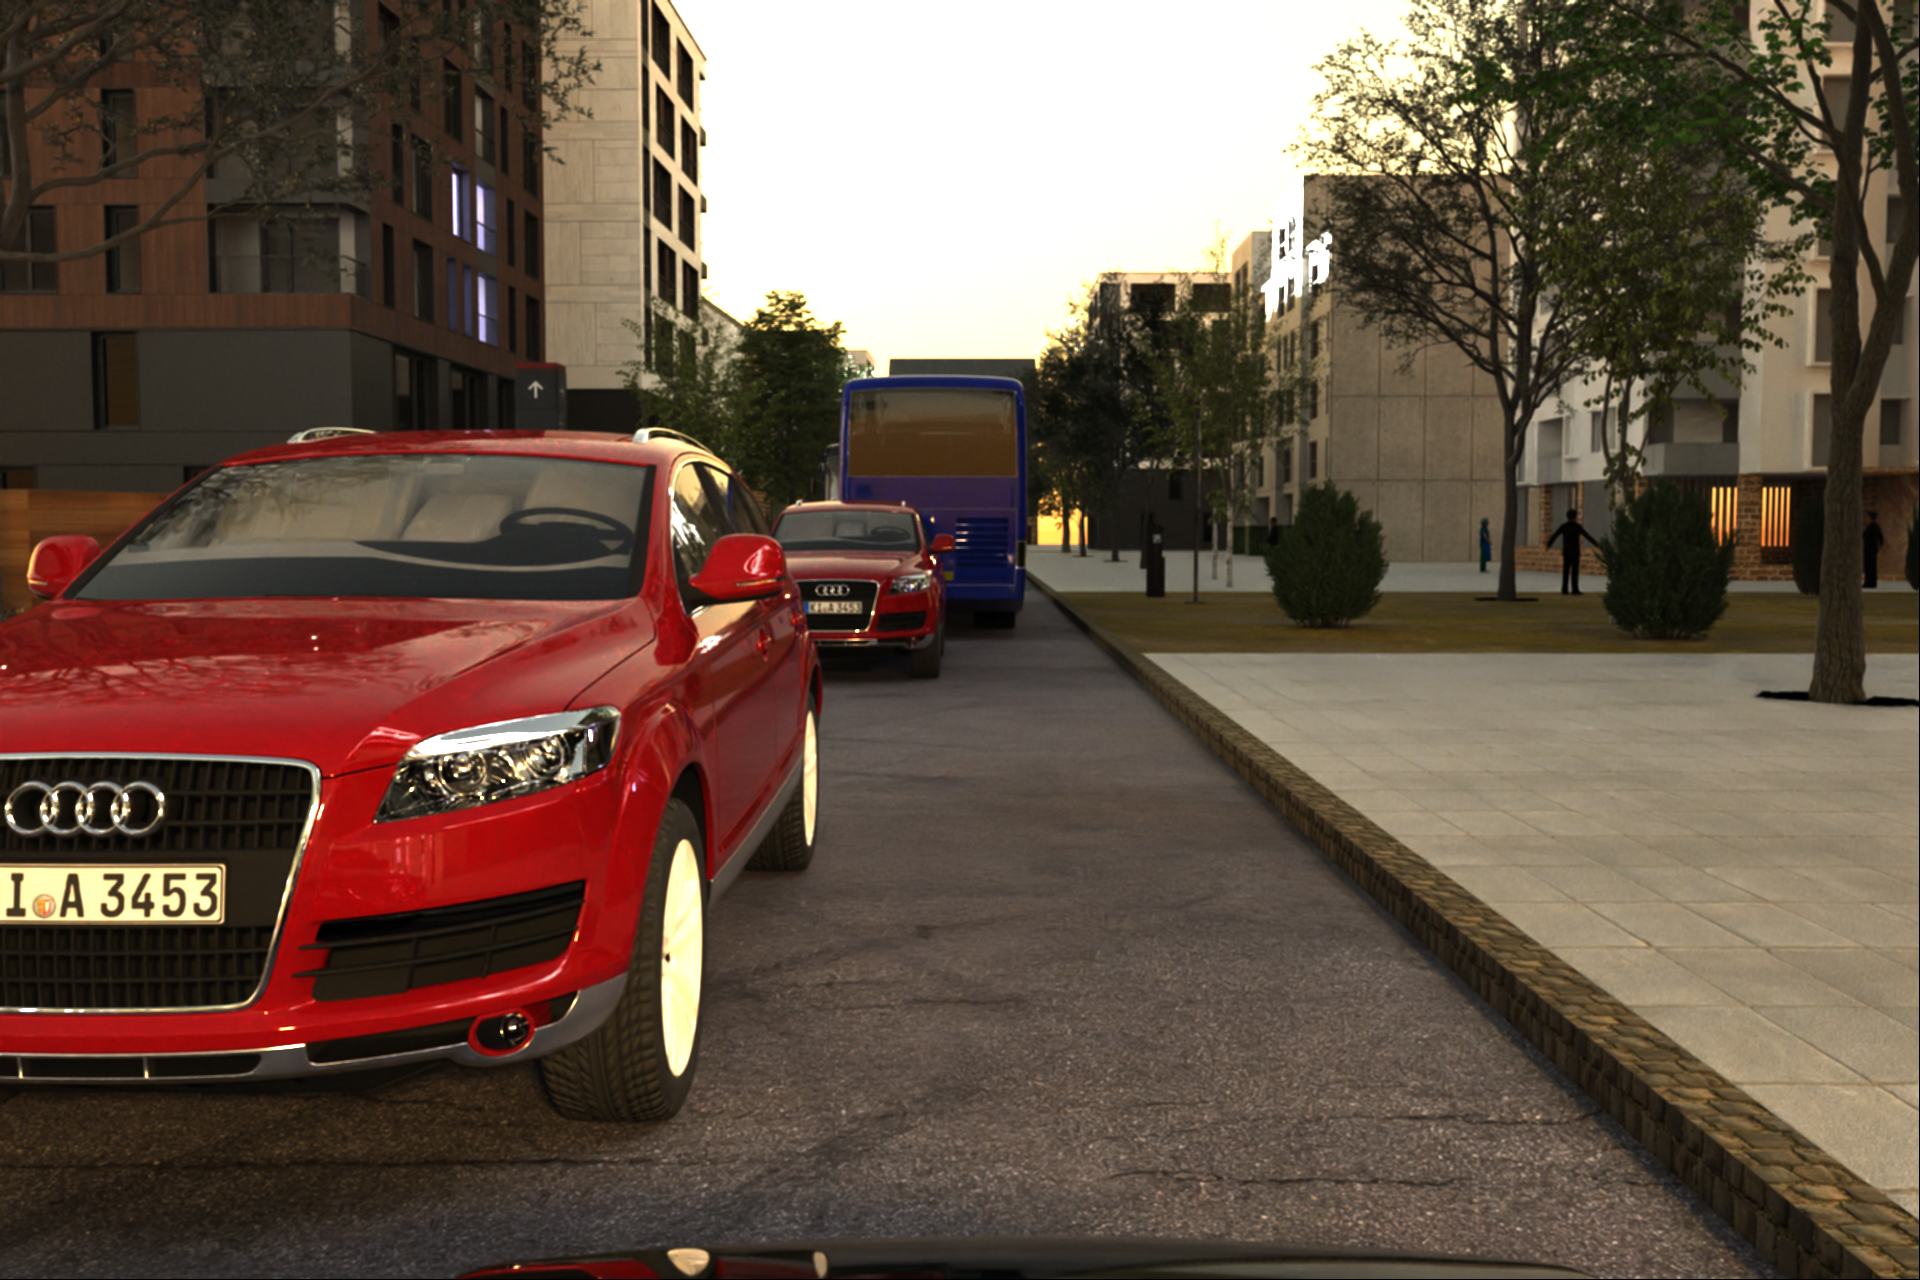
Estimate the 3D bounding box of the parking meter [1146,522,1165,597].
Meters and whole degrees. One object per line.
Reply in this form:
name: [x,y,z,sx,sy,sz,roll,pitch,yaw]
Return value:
parking meter: [3.998,-1.648,35.361,0.372,1.533,0.369,0,3,0]

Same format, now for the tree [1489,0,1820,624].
tree: [9.590,-4.529,24.415,4.737,8.622,4.395,0,3,0]

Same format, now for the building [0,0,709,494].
building: [-25.213,-13.158,59.109,27.936,21.610,32.646,0,4,1]

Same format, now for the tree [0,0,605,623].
tree: [-8.875,-6.414,15.237,12.009,13.543,11.850,0,3,0]

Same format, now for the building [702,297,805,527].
building: [-24.258,-20.119,159.877,19.493,23.208,18.063,0,4,0]

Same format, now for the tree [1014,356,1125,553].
tree: [7.181,-12.952,118.412,9.857,13.997,8.962,0,3,0]

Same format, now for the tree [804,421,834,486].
tree: [-7.697,-9.370,103.568,4.737,8.622,4.395,0,3,0]

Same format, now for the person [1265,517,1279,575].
person: [9.698,-2.906,53.744,0.704,1.802,1.346,1,4,22]

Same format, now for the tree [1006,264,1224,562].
tree: [7.094,-10.364,79.818,12.009,13.543,11.850,0,3,0]

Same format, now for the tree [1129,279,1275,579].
tree: [7.024,-6.031,48.964,4.737,8.622,4.395,0,3,0]

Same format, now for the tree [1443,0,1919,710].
tree: [6.901,-5.330,12.900,9.928,11.665,9.643,0,3,0]

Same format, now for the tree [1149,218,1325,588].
tree: [6.238,-5.566,41.368,4.360,8.622,3.978,0,3,0]

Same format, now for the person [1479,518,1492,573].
person: [17.469,-3.148,57.594,0.704,1.817,1.347,1,4,9]

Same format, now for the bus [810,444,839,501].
bus: [-1.906,-3.309,45.656,2.896,3.916,12.251,0,4,1]

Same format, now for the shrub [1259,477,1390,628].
shrub: [5.005,-1.207,23.773,1.661,2.075,1.752,0,3,0]

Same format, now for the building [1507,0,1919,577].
building: [24.549,-12.433,59.706,16.016,20.090,11.380,0,4,1]

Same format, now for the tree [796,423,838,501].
tree: [-8.541,-11.577,123.690,7.601,10.594,8.767,0,4,-2]

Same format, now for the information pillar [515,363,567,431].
information pillar: [-6.388,-2.272,26.524,0.750,3.857,0.750,0,4,0]

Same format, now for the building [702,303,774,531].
building: [-25.648,-18.995,141.497,19.493,23.208,18.063,0,4,1]

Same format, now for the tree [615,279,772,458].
tree: [-7.950,-6.151,50.938,4.737,8.622,4.395,0,3,0]

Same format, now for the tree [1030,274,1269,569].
tree: [6.739,-7.872,63.124,8.767,10.594,7.601,0,4,-1]

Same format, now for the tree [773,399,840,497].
tree: [-8.649,-10.845,111.727,8.767,10.594,7.601,1,4,22]

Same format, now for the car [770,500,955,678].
car: [-1.192,-0.626,18.909,2.281,1.827,5.304,0,4,0]

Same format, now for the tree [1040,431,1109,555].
tree: [7.301,-9.622,107.685,4.737,8.622,4.395,0,3,0]

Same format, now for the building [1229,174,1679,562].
building: [25.285,-13.911,93.900,16.747,18.905,31.486,0,4,1]

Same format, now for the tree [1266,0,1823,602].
tree: [10.605,-7.491,32.843,12.009,13.543,11.850,0,3,0]

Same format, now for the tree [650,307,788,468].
tree: [-8.135,-6.522,56.995,4.737,8.622,4.395,0,3,0]

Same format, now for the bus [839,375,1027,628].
bus: [-0.295,-2.301,29.173,2.896,3.916,12.251,0,4,1]

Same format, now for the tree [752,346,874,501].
tree: [-7.906,-10.209,92.669,9.928,11.665,9.643,0,3,0]

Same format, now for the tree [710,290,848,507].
tree: [-8.187,-9.978,81.266,7.486,12.596,7.792,0,3,0]

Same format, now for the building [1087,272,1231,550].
building: [24.939,-18.818,151.653,27.936,21.610,32.646,0,4,0]

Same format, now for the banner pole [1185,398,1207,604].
banner pole: [4.356,-2.550,31.710,0.401,3.779,0.863,0,4,2]

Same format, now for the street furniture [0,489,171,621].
street furniture: [-10.155,-0.714,18.535,11.010,1.723,9.812,1,4,17]

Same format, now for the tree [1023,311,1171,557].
tree: [6.766,-11.390,96.589,12.009,13.543,11.850,0,3,0]

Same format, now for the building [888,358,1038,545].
building: [0.306,-23.347,215.116,18.063,23.208,19.493,0,4,0]

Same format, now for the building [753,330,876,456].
building: [-24.279,-21.173,190.151,27.936,21.610,32.646,0,4,1]

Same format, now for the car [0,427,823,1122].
car: [-1.655,0.168,5.923,2.281,1.827,5.304,0,4,1]

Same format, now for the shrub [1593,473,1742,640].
shrub: [8.640,-1.028,21.226,1.690,2.028,1.600,0,3,0]

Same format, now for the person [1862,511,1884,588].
person: [21.581,-2.151,41.097,1.347,1.837,0.705,-2,4,-34]

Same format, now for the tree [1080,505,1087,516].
tree: [18.151,-17.113,214.212,7.601,10.594,8.767,1,4,9]

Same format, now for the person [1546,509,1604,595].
person: [12.956,-1.863,36.651,0.705,1.806,1.347,-3,4,-38]
